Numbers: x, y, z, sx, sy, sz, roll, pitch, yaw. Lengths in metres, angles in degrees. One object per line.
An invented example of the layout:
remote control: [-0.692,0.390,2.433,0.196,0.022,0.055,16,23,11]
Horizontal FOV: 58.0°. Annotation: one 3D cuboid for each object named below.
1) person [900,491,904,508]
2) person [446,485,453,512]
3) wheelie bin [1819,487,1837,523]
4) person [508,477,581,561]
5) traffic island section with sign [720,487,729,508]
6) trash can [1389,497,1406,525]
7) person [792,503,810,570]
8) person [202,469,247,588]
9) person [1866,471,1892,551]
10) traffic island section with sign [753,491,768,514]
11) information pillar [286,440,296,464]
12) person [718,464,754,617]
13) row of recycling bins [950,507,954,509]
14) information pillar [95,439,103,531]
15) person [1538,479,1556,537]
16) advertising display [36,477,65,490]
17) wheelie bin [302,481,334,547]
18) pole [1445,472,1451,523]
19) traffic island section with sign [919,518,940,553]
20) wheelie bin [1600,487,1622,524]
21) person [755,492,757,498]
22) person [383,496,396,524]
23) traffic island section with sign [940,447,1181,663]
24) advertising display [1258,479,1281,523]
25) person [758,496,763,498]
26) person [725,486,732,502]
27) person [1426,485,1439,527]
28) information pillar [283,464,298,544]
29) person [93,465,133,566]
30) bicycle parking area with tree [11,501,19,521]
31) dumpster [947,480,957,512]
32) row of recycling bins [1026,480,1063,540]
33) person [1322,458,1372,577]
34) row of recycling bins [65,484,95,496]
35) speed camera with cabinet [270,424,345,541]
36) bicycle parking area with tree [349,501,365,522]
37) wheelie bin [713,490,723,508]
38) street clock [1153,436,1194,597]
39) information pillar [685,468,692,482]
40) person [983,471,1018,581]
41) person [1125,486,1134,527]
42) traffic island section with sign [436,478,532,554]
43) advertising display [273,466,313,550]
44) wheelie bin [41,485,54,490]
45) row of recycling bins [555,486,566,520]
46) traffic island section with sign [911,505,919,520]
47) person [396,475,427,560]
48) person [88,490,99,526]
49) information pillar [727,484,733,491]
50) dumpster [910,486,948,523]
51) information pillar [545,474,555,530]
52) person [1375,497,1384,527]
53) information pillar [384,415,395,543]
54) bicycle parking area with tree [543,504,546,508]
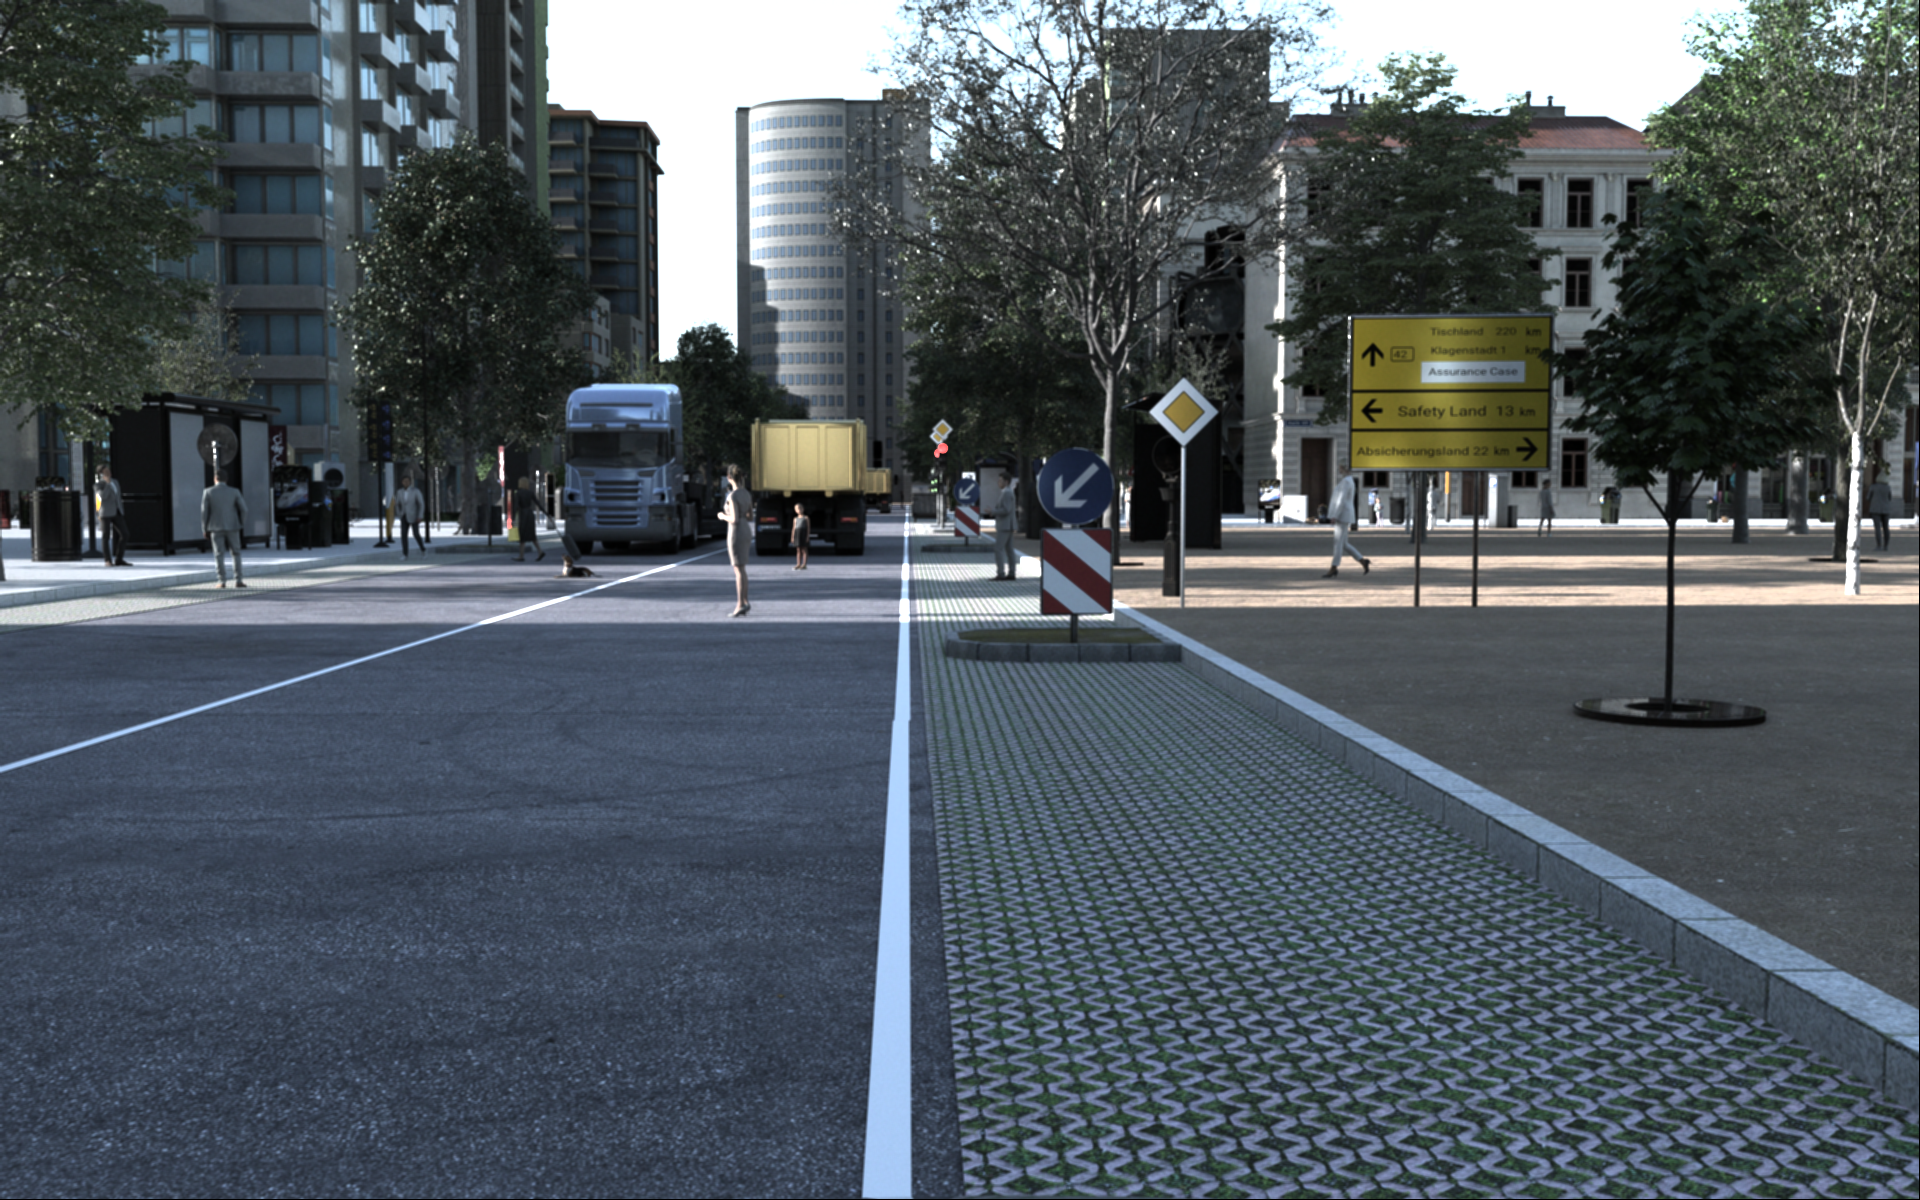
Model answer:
person: [-5.876,-10.337,178.336,0.721,1.723,1.217,0,4,-7]
person: [-27.589,-5.344,93.766,0.374,1.781,0.599,-3,4,-37]
wheelie bin: [38.794,-4.249,77.382,0.693,1.594,0.980,3,4,36]
person: [-8.910,-1.736,37.099,1.509,1.804,0.699,-1,4,-10]
traffic island section with sign: [-13.265,-5.479,98.203,1.989,1.847,2.006,0,4,-2]
trash can: [18.465,-3.759,73.118,0.748,1.137,0.748,0,3,0]
person: [-3.020,-1.208,32.915,0.362,1.253,0.373,2,4,30]
person: [-11.153,-1.081,26.278,0.635,1.810,0.391,-2,4,-32]
person: [20.722,-2.010,39.092,0.537,1.800,0.526,1,4,13]
traffic island section with sign: [-14.067,-7.127,125.146,1.989,1.847,2.006,0,4,-2]
information pillar: [-28.777,-5.086,74.505,0.504,3.616,0.183,1,4,20]
person: [-2.615,-0.698,20.247,0.374,1.781,0.599,1,4,18]
row of recycling bins: [0.707,-7.830,135.136,3.534,1.692,1.069,2,4,33]
information pillar: [-29.928,-4.215,60.265,0.183,3.616,0.504,-3,5,-44]
person: [17.602,-2.764,51.987,0.466,1.731,0.760,3,4,36]
advertising display: [-33.700,-3.608,64.207,0.974,1.923,0.123,-1,4,-13]
wheelie bin: [-15.567,-2.074,41.811,0.980,1.594,0.693,0,4,4]
pole: [21.912,-5.131,77.732,0.158,3.312,0.155,0,3,0]
traffic island section with sign: [0.039,-2.102,42.992,1.989,1.847,2.006,0,4,-2]
wheelie bin: [27.924,-4.057,74.245,0.980,1.594,0.693,-2,4,-29]
person: [-19.900,-9.814,166.600,0.705,1.812,1.348,2,4,29]
person: [-24.133,-3.952,73.247,0.503,1.515,0.523,-1,4,-21]
traffic island section with sign: [0.861,-0.425,15.574,1.989,1.847,2.006,0,4,-2]
advertising display: [13.671,-4.361,76.523,0.974,1.923,0.123,1,4,17]
person: [-21.653,-11.321,191.108,1.348,1.831,0.705,0,4,0]
person: [-10.618,-4.375,80.217,0.419,1.800,0.721,2,4,29]
person: [18.347,-3.599,67.549,0.606,1.804,0.583,-2,4,-32]
information pillar: [-16.545,-2.348,42.885,0.304,2.012,0.304,-1,4,-12]
person: [-15.063,-1.502,30.785,0.473,1.802,0.592,3,4,36]
bicycle parking area with tree: [-47.342,-5.685,79.951,8.231,4.147,9.016,3,5,45]
dumpster: [-0.139,-7.449,124.284,1.502,2.255,1.985,0,4,-2]
row of recycling bins: [2.384,-2.638,50.237,1.069,1.692,3.534,0,4,-1]
person: [5.973,-1.268,26.660,0.818,1.842,0.514,0,4,-2]
row of recycling bins: [-37.663,-4.048,73.301,3.534,1.692,1.069,3,4,37]
speed camera with cabinet: [-18.196,-3.292,48.156,2.038,3.252,0.660,-3,5,-43]
bicycle parking area with tree: [-31.864,-5.716,80.461,9.016,4.147,8.231,0,4,-5]
wheelie bin: [-18.126,-7.456,129.819,0.693,1.594,0.980,-1,4,-23]
street clock: [2.668,-1.047,21.694,0.471,2.002,0.358,2,4,34]
information pillar: [-20.013,-8.349,127.861,0.504,3.616,0.183,-1,4,-15]
person: [0.667,-1.212,28.512,0.583,1.804,0.606,0,4,2]
person: [6.601,-3.527,66.741,0.480,1.755,0.524,-1,4,-19]
traffic island section with sign: [-11.573,-2.062,42.343,1.989,1.847,2.006,0,4,-2]
advertising display: [-15.352,-2.120,39.880,0.974,1.923,0.123,1,4,16]
wheelie bin: [-32.308,-3.279,61.514,0.693,1.594,0.980,-2,4,-26]
row of recycling bins: [-18.348,-4.834,86.146,3.534,1.692,1.069,-1,4,-12]
traffic island section with sign: [-1.597,-5.424,97.317,1.989,1.847,2.006,0,4,-2]
person: [-11.877,-1.781,37.468,0.661,1.843,0.795,1,4,11]
person: [-32.056,-3.581,64.475,0.818,1.842,0.514,-1,4,-20]
information pillar: [-17.177,-7.633,129.292,0.304,2.012,0.304,1,4,22]
dumpster: [-1.533,-4.794,86.590,1.865,1.857,1.264,0,3,0]
information pillar: [-14.693,-3.526,62.135,0.304,2.012,0.304,-1,4,-19]
person: [16.879,-3.473,69.559,0.425,1.301,0.394,-2,4,-31]
information pillar: [-14.996,-3.312,45.499,0.183,3.616,0.504,0,4,-2]
bicycle parking area with tree: [-31.458,-9.535,142.903,8.231,4.147,9.016,1,4,15]
